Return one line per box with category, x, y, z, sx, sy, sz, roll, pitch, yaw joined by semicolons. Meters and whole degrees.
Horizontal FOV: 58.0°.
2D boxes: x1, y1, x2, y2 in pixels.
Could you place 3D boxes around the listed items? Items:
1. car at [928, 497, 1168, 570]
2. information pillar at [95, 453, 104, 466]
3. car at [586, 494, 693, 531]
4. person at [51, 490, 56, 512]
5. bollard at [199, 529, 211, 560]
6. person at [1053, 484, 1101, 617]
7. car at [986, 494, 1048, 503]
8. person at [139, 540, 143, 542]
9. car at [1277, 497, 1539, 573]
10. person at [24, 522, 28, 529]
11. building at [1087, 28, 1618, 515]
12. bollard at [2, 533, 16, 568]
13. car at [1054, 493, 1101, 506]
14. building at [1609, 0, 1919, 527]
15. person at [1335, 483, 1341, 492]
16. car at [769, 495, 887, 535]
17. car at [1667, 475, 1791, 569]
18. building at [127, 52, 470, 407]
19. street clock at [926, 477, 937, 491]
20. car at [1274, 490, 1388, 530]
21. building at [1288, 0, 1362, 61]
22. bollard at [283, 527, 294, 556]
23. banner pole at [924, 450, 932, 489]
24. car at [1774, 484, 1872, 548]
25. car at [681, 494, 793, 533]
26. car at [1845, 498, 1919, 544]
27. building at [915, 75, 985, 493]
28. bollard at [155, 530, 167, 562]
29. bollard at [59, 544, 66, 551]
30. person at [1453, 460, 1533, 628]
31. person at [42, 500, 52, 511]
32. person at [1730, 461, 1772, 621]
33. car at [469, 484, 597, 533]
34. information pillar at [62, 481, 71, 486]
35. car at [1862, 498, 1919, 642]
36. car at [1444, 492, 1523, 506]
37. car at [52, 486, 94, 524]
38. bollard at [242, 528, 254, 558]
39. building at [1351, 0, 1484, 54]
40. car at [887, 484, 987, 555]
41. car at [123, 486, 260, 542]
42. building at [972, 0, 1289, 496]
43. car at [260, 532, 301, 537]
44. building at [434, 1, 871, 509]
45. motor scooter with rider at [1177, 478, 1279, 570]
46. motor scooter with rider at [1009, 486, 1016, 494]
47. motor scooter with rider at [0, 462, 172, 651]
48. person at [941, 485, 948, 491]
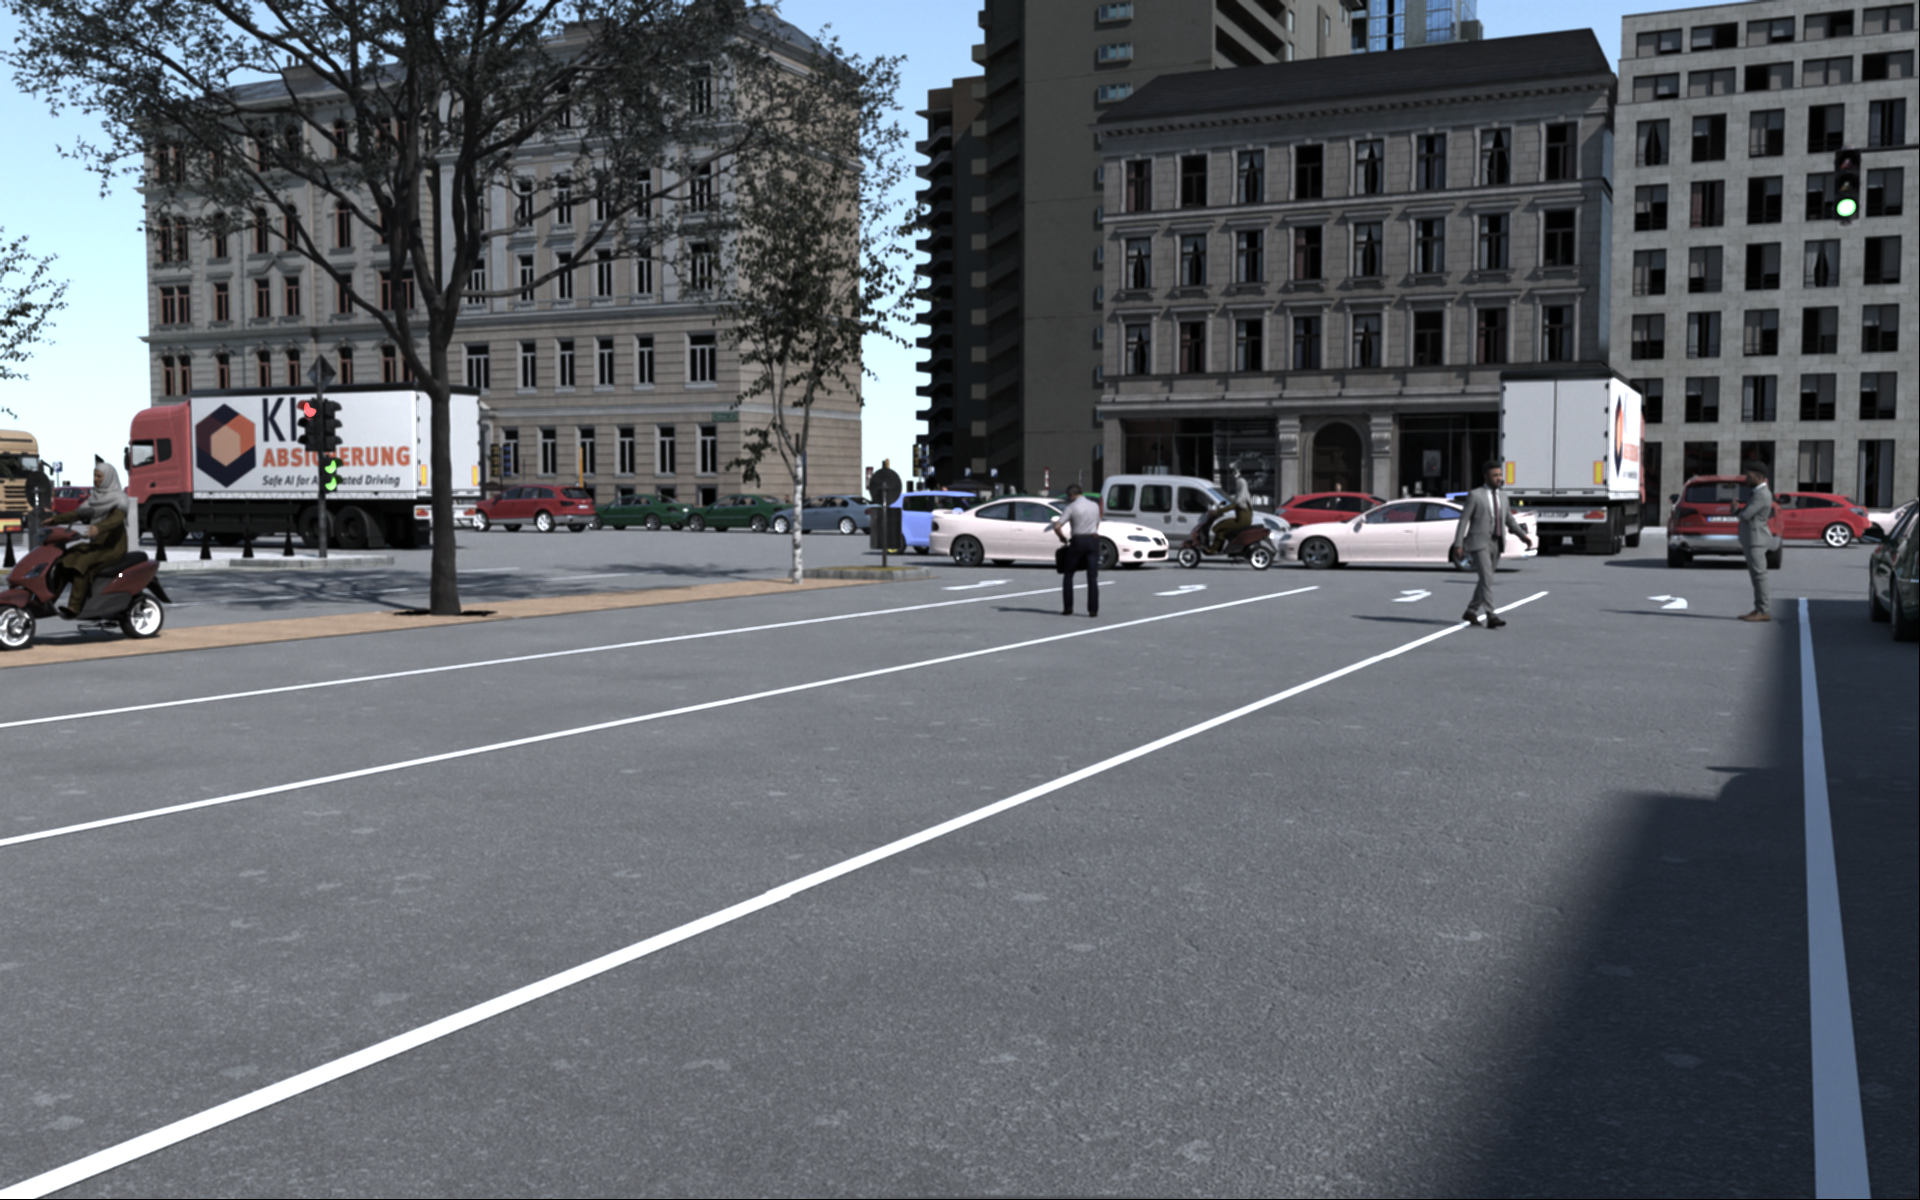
car;1.719;-1.320;33.952;4.827;1.381;2.083;2;4;27
information pillar;-49.163;-6.585;99.014;0.504;3.616;0.183;-2;4;-32
car;-12.825;-3.486;68.790;4.920;1.459;2.131;2;4;26
person;-39.798;-4.017;75.879;0.444;1.614;0.593;1;4;9
bollard;-14.785;-1.094;33.928;0.229;0.601;0.229;0;3;0
person;1.367;-0.589;20.347;0.614;1.554;0.590;-1;4;-20
car;2.543;-3.032;61.371;4.920;1.459;2.131;2;4;26
person;-24.688;-2.600;51.739;0.376;1.734;0.841;1;4;10
car;8.454;-1.256;32.899;4.827;1.381;2.083;2;4;25
person;-37.984;-3.789;70.853;0.834;1.777;0.661;1;4;11
building;9.506;-14.090;81.274;40.483;20.767;10.553;2;4;26
bollard;-16.584;-0.867;30.213;0.229;0.601;0.229;0;3;0
car;3.504;-2.672;52.479;4.718;1.807;1.959;2;4;26
building;35.338;-13.096;68.871;16.860;20.320;10.420;2;4;26
person;10.849;-2.535;50.626;0.598;1.740;0.731;3;5;44
car;-4.687;-3.053;61.917;4.499;1.417;2.014;2;4;28
car;15.454;-1.602;34.866;2.281;1.827;5.304;2;4;26
building;-36.584;-19.453;105.444;23.554;28.519;14.401;2;4;26
street clock;-1.203;-4.202;73.277;0.471;2.002;0.358;0;4;1
car;9.877;-2.047;42.514;4.494;1.783;2.155;2;4;24
building;21.367;-35.315;166.641;27.495;52.752;28.713;2;4;26
bollard;-13.883;-1.209;35.806;0.229;0.601;0.229;0;3;0
banner pole;-1.807;-6.667;99.019;0.401;3.779;0.863;2;4;33
car;22.291;-2.329;47.126;4.494;1.783;2.155;2;4;27
car;-8.273;-3.280;65.425;4.920;1.459;2.131;2;4;27
car;27.558;-2.266;49.409;4.827;1.381;2.083;2;4;27
building;4.826;-32.546;182.238;14.200;45.320;14.600;2;4;26
bollard;-15.234;-1.037;33.004;0.229;0.601;0.229;0;3;0
bollard;-16.131;-0.923;31.138;0.229;0.601;0.229;0;3;0
person;5.677;-0.603;18.637;0.678;1.792;0.850;-1;4;-23
person;-30.515;-3.017;57.957;0.434;1.807;0.598;0;4;-5
person;8.961;-0.671;19.646;0.466;1.800;0.511;1;4;8
car;-16.239;-3.474;65.477;5.304;1.827;2.281;2;4;27
information pillar;-49.302;-5.574;95.622;0.304;2.012;0.304;2;4;31
car;10.515;-0.369;17.825;2.131;1.459;4.920;2;4;24
car;16.669;-2.721;54.077;3.694;1.707;1.945;2;4;26
car;-40.771;-4.443;81.323;5.304;1.827;2.281;2;4;26
bollard;-14.338;-1.151;34.864;0.229;0.601;0.229;0;3;0
building;58.546;-56.699;239.692;31.000;86.520;22.319;2;4;26
car;-0.067;-1.890;40.496;3.694;1.707;1.945;2;4;27
car;-23.938;-2.754;53.705;5.304;1.827;2.281;2;4;27
building;13.504;-31.702;142.037;21.300;48.544;21.600;2;4;26
car;-24.203;-2.877;59.404;4.827;1.381;2.083;2;4;26
building;-17.008;-18.953;95.781;20.117;28.700;13.634;2;4;26
motor scooter with rider;5.085;-1.459;32.827;1.986;1.779;0.876;2;4;26
motor scooter with rider;1.716;-3.392;64.425;1.986;1.779;0.876;2;4;24
motor scooter with rider;-8.356;-0.456;16.417;0.876;1.779;1.986;2;4;24
person;-0.618;-3.434;65.094;0.568;1.767;0.683;-1;4;-11
